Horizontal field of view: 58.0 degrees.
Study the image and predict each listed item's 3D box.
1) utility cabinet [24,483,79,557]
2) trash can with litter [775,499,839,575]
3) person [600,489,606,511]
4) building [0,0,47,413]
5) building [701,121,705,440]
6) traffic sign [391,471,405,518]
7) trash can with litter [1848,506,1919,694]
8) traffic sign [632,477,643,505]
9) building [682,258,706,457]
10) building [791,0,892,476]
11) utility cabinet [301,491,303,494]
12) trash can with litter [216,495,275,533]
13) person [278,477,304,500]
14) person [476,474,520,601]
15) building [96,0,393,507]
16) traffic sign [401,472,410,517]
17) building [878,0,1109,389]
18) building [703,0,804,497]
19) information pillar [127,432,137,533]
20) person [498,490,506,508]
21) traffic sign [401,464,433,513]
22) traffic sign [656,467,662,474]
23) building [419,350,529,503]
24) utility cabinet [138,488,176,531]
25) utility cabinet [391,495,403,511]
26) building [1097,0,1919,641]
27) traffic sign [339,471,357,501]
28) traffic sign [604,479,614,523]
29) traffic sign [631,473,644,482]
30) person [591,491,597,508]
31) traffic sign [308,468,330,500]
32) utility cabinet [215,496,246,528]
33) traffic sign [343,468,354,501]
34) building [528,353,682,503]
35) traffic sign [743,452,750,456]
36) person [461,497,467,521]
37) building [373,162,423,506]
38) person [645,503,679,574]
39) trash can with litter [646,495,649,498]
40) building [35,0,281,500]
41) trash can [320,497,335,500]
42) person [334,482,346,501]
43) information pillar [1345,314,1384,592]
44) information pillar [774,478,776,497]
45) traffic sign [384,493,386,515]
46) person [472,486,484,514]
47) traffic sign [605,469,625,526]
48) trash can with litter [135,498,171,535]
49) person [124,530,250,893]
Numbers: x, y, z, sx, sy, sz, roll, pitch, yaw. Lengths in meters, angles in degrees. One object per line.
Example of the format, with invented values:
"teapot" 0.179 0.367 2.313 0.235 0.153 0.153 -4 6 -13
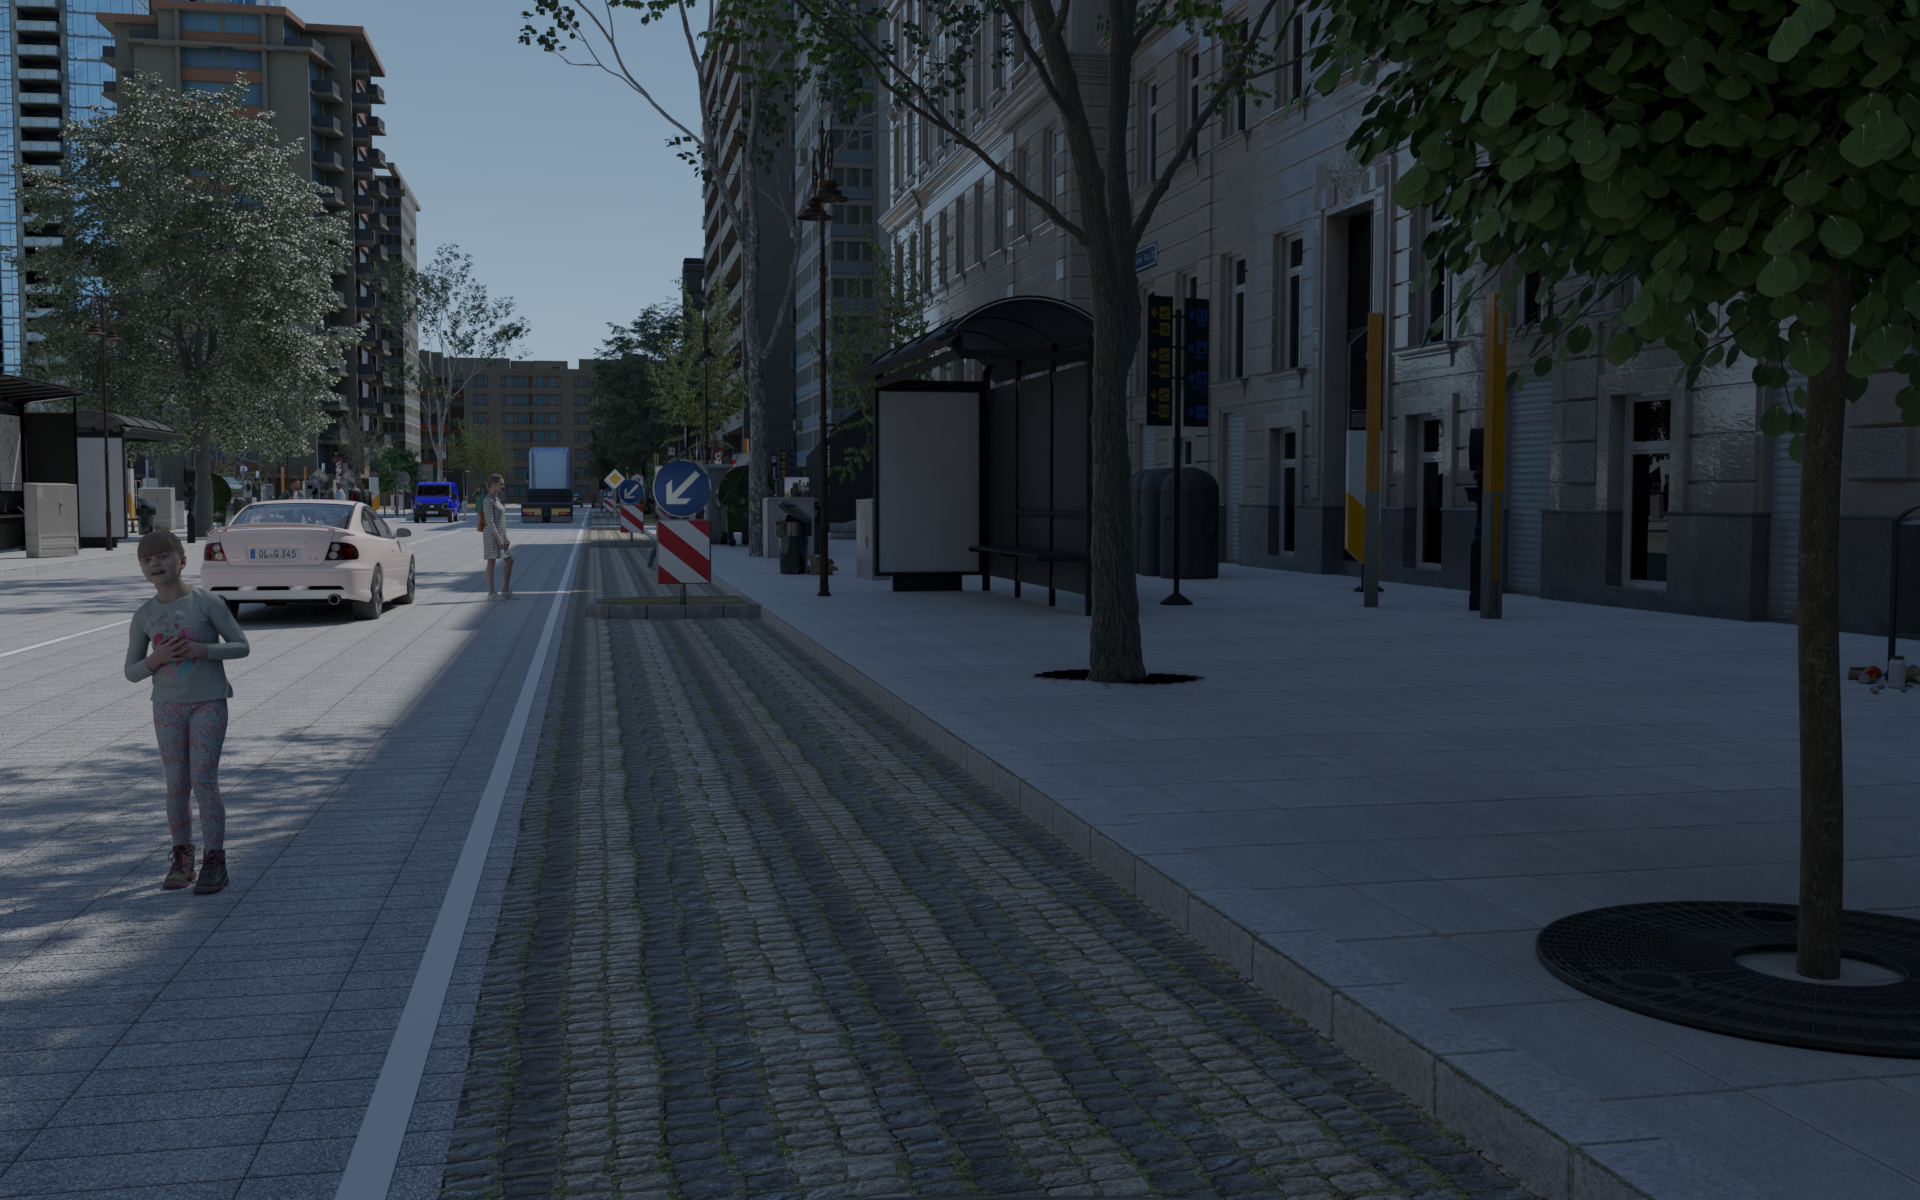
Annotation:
"utility cabinet" -18.394 -1.615 35.092 0.318 1.500 1.173 1 4 10
"trash can with litter" -2.433 -0.998 27.702 1.055 1.170 0.624 2 4 26
"person" -27.789 -7.718 134.869 0.537 1.800 0.526 -3 5 -44
"building" -101.485 -53.833 192.844 31.000 86.520 22.319 -1 4 -12
"building" -16.979 -35.036 192.449 23.786 49.044 30.456 -1 4 -12
"traffic sign" -30.744 -5.783 94.650 0.768 2.556 0.104 -1 4 -9
"trash can with litter" 6.966 -0.035 11.623 2.233 1.210 1.678 0 4 1
"traffic sign" -18.507 -5.953 99.455 0.606 2.300 0.079 0 4 -7
"building" -27.171 -27.027 213.597 14.160 30.474 14.107 -1 4 -12
"building" 2.920 -25.117 102.538 23.993 40.220 32.217 -1 4 -12
"utility cabinet" -42.663 -6.294 111.582 1.173 1.500 0.318 2 4 28
"trash can with litter" -23.433 -2.719 55.511 1.678 1.210 2.233 1 4 22
"person" -15.141 -1.896 39.491 0.794 1.824 0.713 -3 4 -38
"person" -6.252 -0.845 23.322 0.522 1.701 0.512 0 4 -1
"building" -64.597 -30.812 158.406 22.147 44.769 28.867 -1 4 -12
"traffic sign" -31.571 -6.005 98.281 0.768 2.556 0.104 -1 4 -10
"building" 5.472 -15.564 51.739 12.463 27.353 25.104 -1 4 -12
"building" -13.141 -33.212 166.720 21.300 48.544 21.600 -1 4 -12
"information pillar" -27.114 -3.993 56.638 0.183 3.616 0.504 -1 4 -14
"person" -37.318 -8.093 141.019 0.583 1.804 0.606 1 4 16
"traffic sign" -37.358 -7.652 118.977 2.265 3.308 0.079 0 4 -5
"traffic sign" -10.809 -3.737 63.227 0.606 2.300 0.079 -1 4 -10
"building" -76.018 -24.717 249.167 28.899 21.520 27.650 -1 4 -12
"utility cabinet" -27.840 -3.141 60.027 1.173 1.500 0.318 0 4 5
"utility cabinet" -44.061 -7.608 135.555 0.306 1.237 1.020 2 4 30
"building" 11.448 -14.055 27.059 12.463 27.353 25.104 -1 4 -12
"traffic sign" -26.361 -4.341 74.624 0.795 2.450 0.064 -1 4 -12
"traffic sign" -15.405 -4.482 76.915 0.795 2.450 0.064 -1 4 -12
"traffic sign" -19.244 -6.317 103.386 0.768 2.556 0.104 0 4 -6
"person" -36.380 -9.974 172.123 0.434 1.755 0.990 -3 5 -40
"traffic sign" -24.706 -3.864 66.812 0.795 2.450 0.064 -1 4 -12
"utility cabinet" -26.697 -3.195 63.400 1.020 1.237 0.306 -3 4 -37
"traffic sign" -30.539 -5.263 86.150 0.768 2.556 0.104 0 4 -3
"building" -47.560 -25.029 254.264 28.899 21.520 27.650 -1 4 -12
"traffic sign" -6.484 -3.235 53.005 0.768 2.556 0.104 0 4 -5
"person" -26.276 -4.840 91.912 0.425 1.301 0.394 1 4 21
"building" -73.280 -30.697 193.780 23.993 40.220 32.217 -1 4 -12
"person" -5.257 -1.324 30.734 0.643 1.750 0.593 1 4 22
"trash can with litter" -24.079 -7.345 131.153 2.233 1.210 1.678 -3 5 -44
"building" -105.134 -56.532 236.962 31.000 86.520 22.319 -1 4 -12
"trash can" -26.926 -3.811 73.961 0.748 1.137 0.748 0 3 0
"person" -18.544 -2.639 51.904 0.793 1.790 0.793 3 5 43
"information pillar" 5.285 -1.911 22.597 0.504 3.616 0.183 -1 4 -14
"information pillar" -8.797 -4.683 81.056 0.304 2.012 0.304 -3 4 -39
"traffic sign" -35.609 -6.549 107.184 0.768 2.556 0.104 0 4 -6
"person" -22.741 -4.484 82.055 0.600 1.795 0.529 1 4 12
"traffic sign" -13.750 -4.004 69.103 0.795 2.450 0.064 -1 4 -12
"trash can with litter" -25.070 -2.597 53.852 1.055 1.170 0.624 0 4 6
"person" -2.808 0.396 6.303 0.425 1.301 0.394 -1 4 -22
